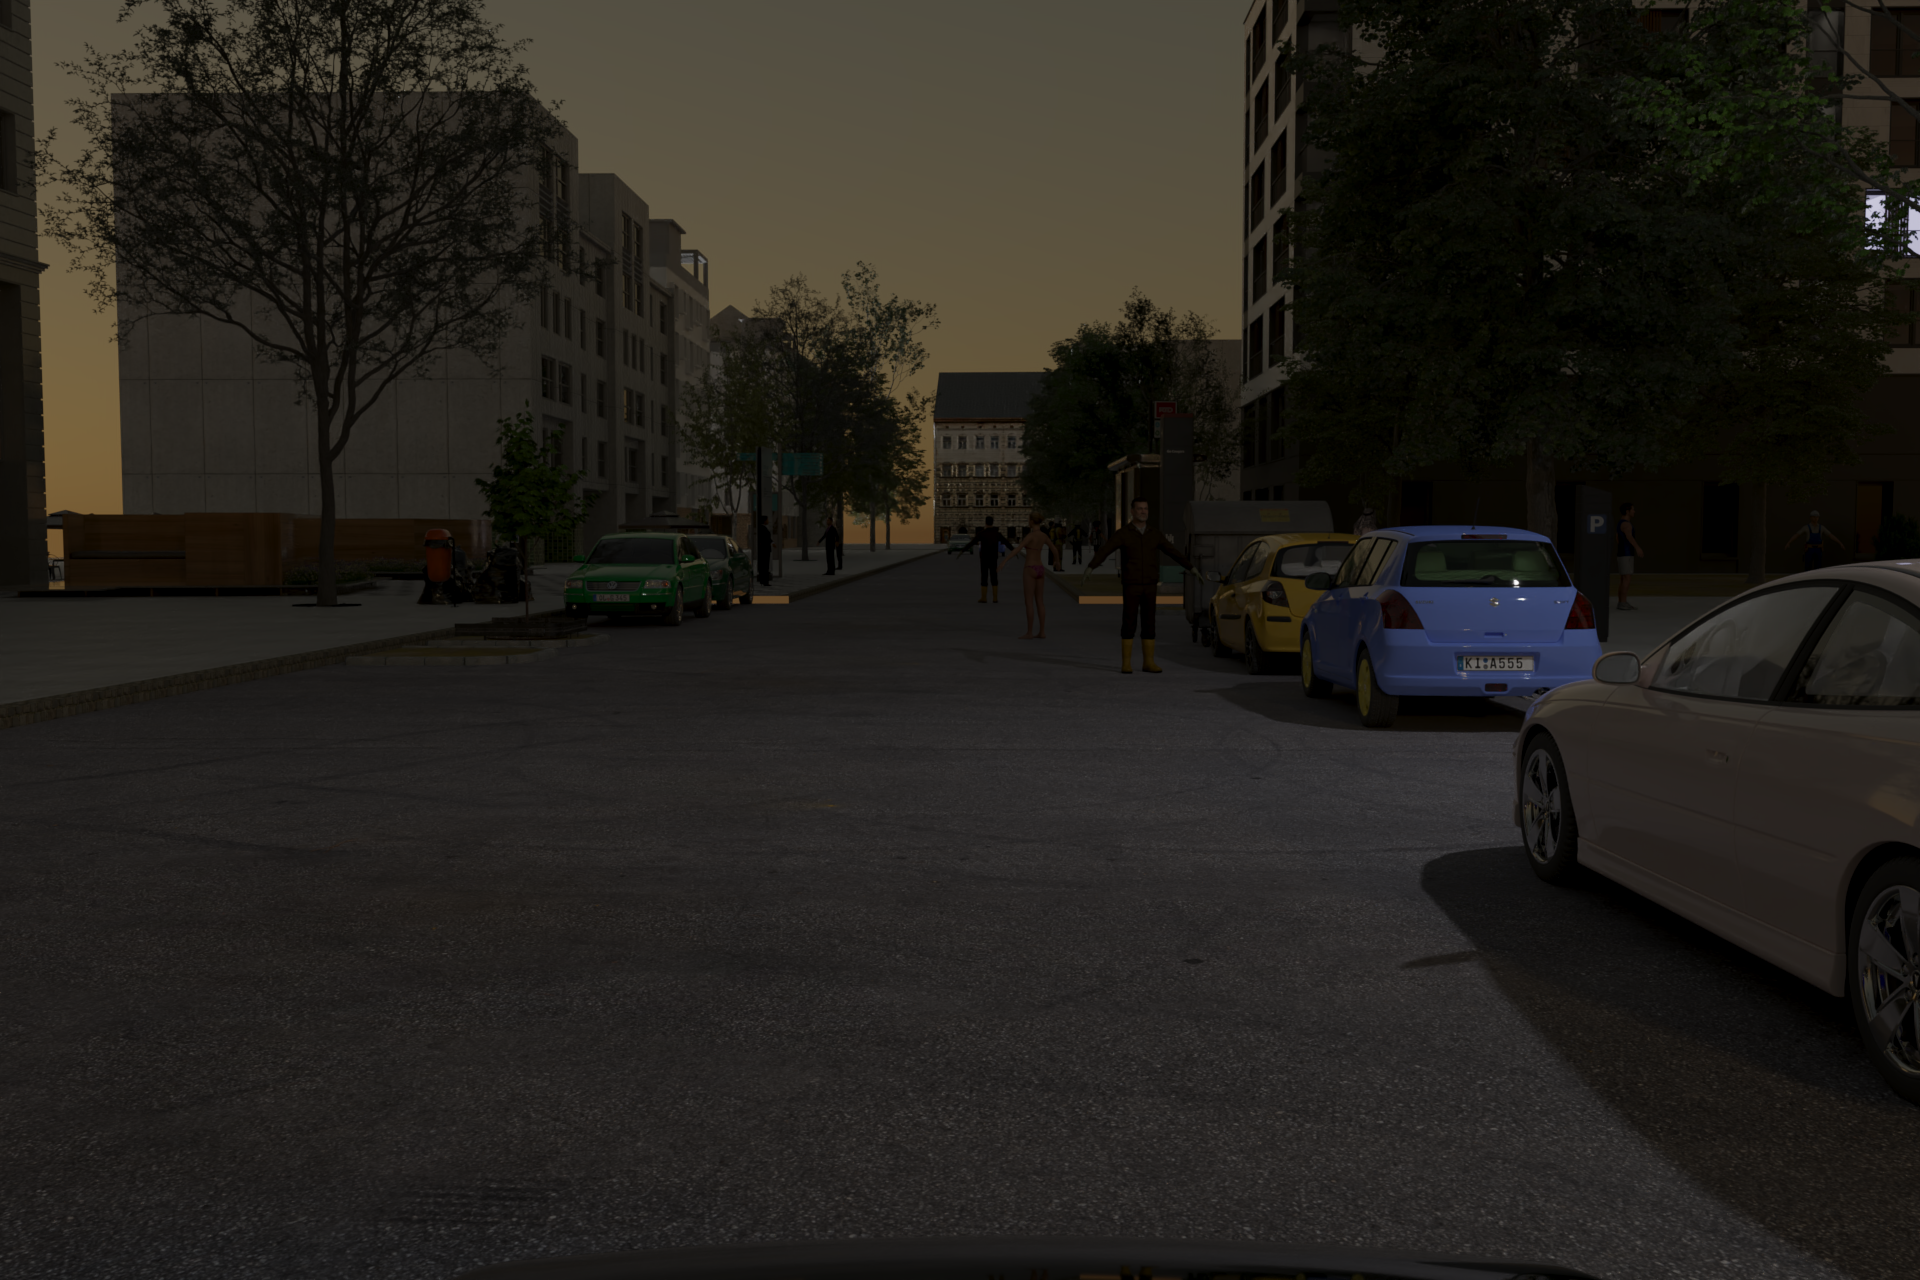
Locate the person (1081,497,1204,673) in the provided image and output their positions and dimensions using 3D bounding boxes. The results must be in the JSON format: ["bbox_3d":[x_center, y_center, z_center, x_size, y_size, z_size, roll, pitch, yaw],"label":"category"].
[{"bbox_3d":[1.859,-0.567,17.860,1.346,1.812,0.704,-1,4,-15],"label":"person"}]

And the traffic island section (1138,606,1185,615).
[{"bbox_3d":[4.206,-0.528,31.505,1.991,0.108,1.994,0,4,2],"label":"traffic island section"}]

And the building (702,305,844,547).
[{"bbox_3d":[-21.866,-21.074,175.487,19.493,23.208,18.063,0,4,1],"label":"building"}]

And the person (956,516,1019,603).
[{"bbox_3d":[0.599,-1.683,36.116,1.346,1.812,0.704,-1,4,-15],"label":"person"}]

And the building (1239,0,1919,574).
[{"bbox_3d":[25.300,-13.916,71.502,27.936,21.610,32.646,0,4,1],"label":"building"}]

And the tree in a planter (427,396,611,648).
[{"bbox_3d":[-5.691,-1.556,22.661,1.991,3.239,1.994,0,4,2],"label":"tree in a planter"}]

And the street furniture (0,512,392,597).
[{"bbox_3d":[-15.701,-1.968,39.033,9.812,1.723,11.010,-1,4,-10],"label":"street furniture"}]

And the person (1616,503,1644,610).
[{"bbox_3d":[11.295,-1.415,29.306,0.704,1.807,1.345,1,4,9],"label":"person"}]

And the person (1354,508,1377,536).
[{"bbox_3d":[7.236,-1.476,30.841,0.551,1.740,0.621,3,5,45],"label":"person"}]

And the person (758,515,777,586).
[{"bbox_3d":[-4.718,-2.192,42.567,0.721,1.740,1.216,-1,4,-21],"label":"person"}]

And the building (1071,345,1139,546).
[{"bbox_3d":[26.463,-21.942,202.729,27.936,21.610,32.646,0,4,1],"label":"building"}]

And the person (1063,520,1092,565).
[{"bbox_3d":[4.942,-4.115,73.058,1.354,1.856,0.705,-1,4,-9],"label":"person"}]

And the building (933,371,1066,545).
[{"bbox_3d":[6.209,-24.448,233.114,18.063,23.208,19.493,0,4,4],"label":"building"}]

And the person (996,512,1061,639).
[{"bbox_3d":[0.965,-0.885,23.724,1.217,1.733,0.721,-3,5,-44],"label":"person"}]

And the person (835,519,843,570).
[{"bbox_3d":[-4.362,-3.420,62.050,0.705,1.813,1.348,0,4,2],"label":"person"}]

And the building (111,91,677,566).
[{"bbox_3d":[-25.267,-13.390,85.385,16.747,18.905,31.486,0,4,1],"label":"building"}]

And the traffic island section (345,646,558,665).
[{"bbox_3d":[-5.720,0.182,19.886,1.991,0.108,1.994,0,4,1],"label":"traffic island section"}]

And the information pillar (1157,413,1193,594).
[{"bbox_3d":[4.674,-2.941,37.465,0.750,3.857,0.750,0,3,0],"label":"information pillar"}]

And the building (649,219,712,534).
[{"bbox_3d":[-22.203,-15.231,105.453,16.016,20.090,11.380,0,4,1],"label":"building"}]

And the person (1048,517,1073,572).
[{"bbox_3d":[3.368,-3.262,59.098,0.705,1.858,1.354,-2,4,-34],"label":"person"}]

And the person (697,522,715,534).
[{"bbox_3d":[-10.259,-3.904,70.100,1.348,1.796,0.705,0,4,7],"label":"person"}]

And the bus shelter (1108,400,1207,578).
[{"bbox_3d":[5.446,-4.400,49.576,2.179,5.291,8.768,0,4,0],"label":"bus shelter"}]

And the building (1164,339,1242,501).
[{"bbox_3d":[26.870,-18.313,165.880,16.747,18.905,31.486,0,4,1],"label":"building"}]

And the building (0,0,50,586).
[{"bbox_3d":[-28.218,-15.294,27.550,11.434,29.767,29.804,0,4,1],"label":"building"}]

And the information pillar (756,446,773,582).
[{"bbox_3d":[-5.330,-3.419,47.212,0.184,3.620,1.656,0,4,3],"label":"information pillar"}]

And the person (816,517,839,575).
[{"bbox_3d":[-4.061,-2.914,53.861,0.704,1.802,1.346,-2,4,-32],"label":"person"}]

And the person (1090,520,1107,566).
[{"bbox_3d":[5.508,-3.860,69.252,0.704,1.843,1.345,-2,4,-28],"label":"person"}]

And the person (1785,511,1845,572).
[{"bbox_3d":[20.593,-2.196,41.767,1.347,1.847,0.705,1,4,11],"label":"person"}]

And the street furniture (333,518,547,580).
[{"bbox_3d":[-16.625,-2.669,50.492,11.010,1.723,9.812,1,4,10],"label":"street furniture"}]

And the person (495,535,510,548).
[{"bbox_3d":[-18.022,-3.844,69.039,0.705,1.806,1.347,2,4,35],"label":"person"}]

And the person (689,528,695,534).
[{"bbox_3d":[-7.186,-2.288,46.682,0.991,1.433,0.599,-2,4,-31],"label":"person"}]

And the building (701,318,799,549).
[{"bbox_3d":[-20.639,-18.126,152.781,16.016,20.090,11.380,0,4,0],"label":"building"}]

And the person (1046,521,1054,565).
[{"bbox_3d":[3.772,-3.958,70.896,0.705,1.806,1.347,-1,4,-21],"label":"person"}]

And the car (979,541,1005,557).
[{"bbox_3d":[2.079,-6.242,111.655,1.945,1.707,3.694,0,4,1],"label":"car"}]
